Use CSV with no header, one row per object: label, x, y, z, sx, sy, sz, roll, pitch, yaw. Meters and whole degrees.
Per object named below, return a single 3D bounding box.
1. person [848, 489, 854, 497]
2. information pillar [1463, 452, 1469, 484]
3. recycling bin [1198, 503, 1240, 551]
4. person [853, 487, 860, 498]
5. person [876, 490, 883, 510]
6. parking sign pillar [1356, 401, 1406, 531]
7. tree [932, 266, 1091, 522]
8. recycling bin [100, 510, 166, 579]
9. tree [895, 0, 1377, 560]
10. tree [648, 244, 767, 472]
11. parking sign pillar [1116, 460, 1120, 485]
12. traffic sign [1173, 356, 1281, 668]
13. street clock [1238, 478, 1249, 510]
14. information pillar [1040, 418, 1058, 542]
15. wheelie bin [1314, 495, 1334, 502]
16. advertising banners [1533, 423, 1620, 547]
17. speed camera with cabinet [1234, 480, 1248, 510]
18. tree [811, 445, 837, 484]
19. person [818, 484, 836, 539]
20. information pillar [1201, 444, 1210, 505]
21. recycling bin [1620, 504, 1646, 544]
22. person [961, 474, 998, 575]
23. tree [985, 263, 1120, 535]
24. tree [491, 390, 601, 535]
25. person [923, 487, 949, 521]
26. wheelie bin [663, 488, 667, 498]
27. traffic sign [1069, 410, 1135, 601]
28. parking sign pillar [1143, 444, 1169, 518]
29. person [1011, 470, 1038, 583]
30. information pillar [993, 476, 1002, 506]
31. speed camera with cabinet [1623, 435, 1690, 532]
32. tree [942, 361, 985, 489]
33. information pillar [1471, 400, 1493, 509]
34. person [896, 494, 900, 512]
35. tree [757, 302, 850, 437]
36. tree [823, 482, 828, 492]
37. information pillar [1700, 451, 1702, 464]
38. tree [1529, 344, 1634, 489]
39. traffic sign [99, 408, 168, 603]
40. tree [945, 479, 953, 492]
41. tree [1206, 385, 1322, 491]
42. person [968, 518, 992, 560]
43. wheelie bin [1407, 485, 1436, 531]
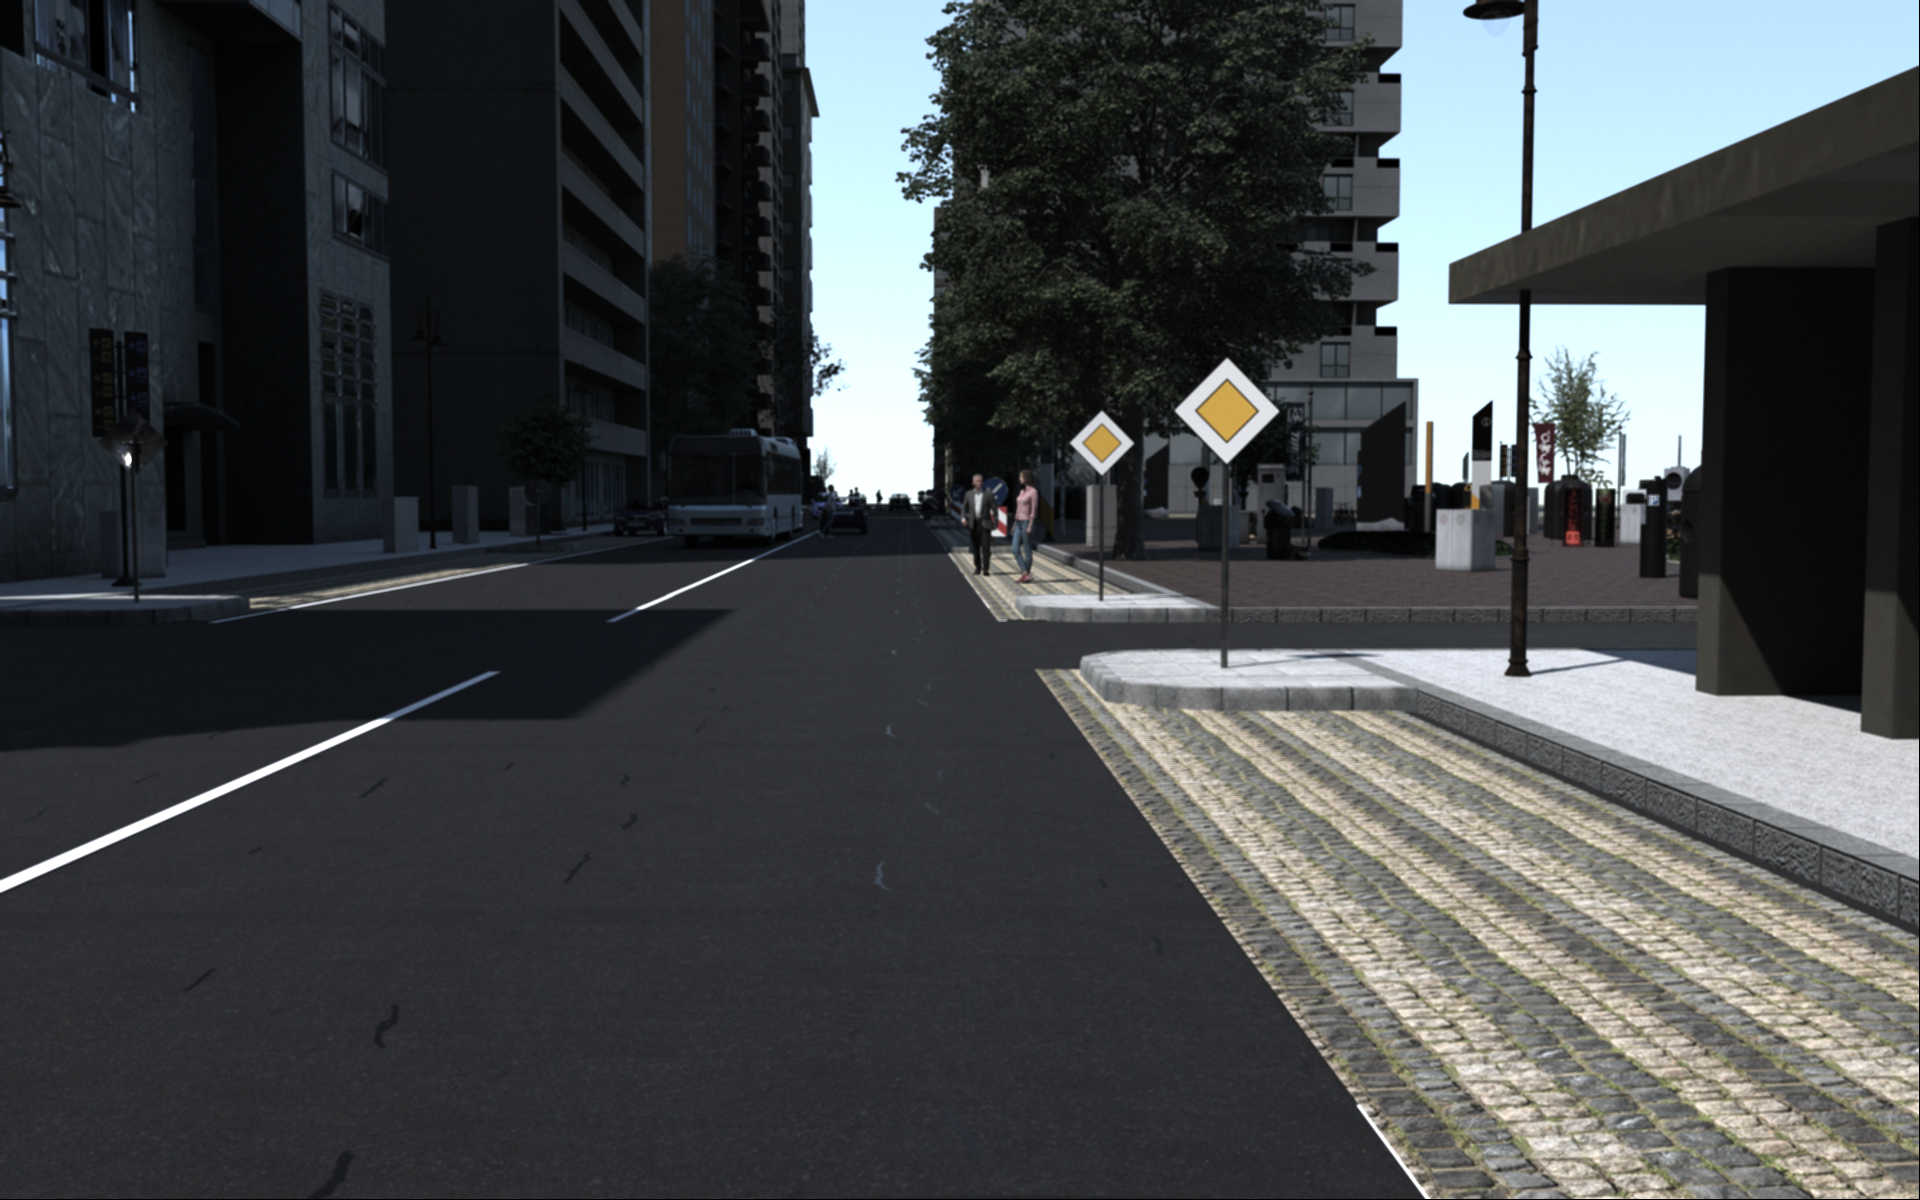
person,-7.089,-6.281,111.877,0.721,1.739,1.217,3,5,40
information pillar,27.882,-6.370,95.512,0.504,3.616,0.183,-3,5,-44
recycling bin,5.900,-1.646,39.467,0.722,1.027,0.722,3,4,36
person,-5.675,-5.325,95.580,0.581,1.822,0.654,-3,5,-44
person,-7.291,-9.101,157.169,0.599,1.838,0.709,3,5,43
parking sign pillar,12.239,-3.784,50.342,1.447,3.967,1.447,0,4,-7
tree,2.661,-9.808,78.480,7.486,12.596,7.792,0,3,0
recycling bin,-12.704,-0.859,26.601,0.722,1.027,0.722,3,5,43
tree,3.399,-7.787,33.976,9.857,13.997,8.962,0,3,0
tree,-14.825,-11.177,89.403,9.857,13.997,8.962,0,3,0
parking sign pillar,7.910,-5.984,86.311,1.447,3.967,1.447,2,4,27
traffic sign,1.947,-0.555,12.718,0.795,2.450,0.064,0,4,-2
street clock,8.976,-3.077,54.881,0.358,2.002,0.471,1,4,11
information pillar,2.370,-3.400,46.952,0.183,3.616,0.504,-3,4,-38
wheelie bin,18.960,-5.035,90.224,0.980,1.594,0.693,1,4,10
advertising banners,14.973,-2.811,42.152,2.074,3.025,0.090,2,4,35
speed camera with cabinet,13.775,-5.546,85.017,0.660,3.252,2.038,0,4,7
tree,-20.207,-18.676,255.712,4.360,8.622,3.978,0,3,0
person,-4.265,-2.844,55.679,0.598,1.740,0.731,-1,4,-18
information pillar,10.236,-4.941,72.136,0.183,3.616,0.504,-2,4,-30
recycling bin,17.468,-1.952,44.462,0.722,1.027,0.722,-1,4,-20
person,0.345,-1.313,30.373,0.661,1.777,0.834,0,4,0
tree,3.431,-6.341,54.038,4.360,8.622,3.978,0,3,0
tree,-13.000,-4.334,54.577,4.285,4.588,4.351,0,3,0
person,-1.220,-5.097,92.046,0.699,1.804,1.509,-3,5,-42
wheelie bin,-15.657,-5.255,93.826,0.980,1.594,0.693,0,4,-5
traffic sign,1.689,-1.043,20.699,0.795,2.450,0.064,0,4,-2
parking sign pillar,10.521,-6.395,93.024,1.447,3.967,1.447,-1,4,-21
person,1.018,-1.177,27.753,0.388,1.821,0.555,-3,5,-42
information pillar,1.549,-4.106,71.619,0.304,2.012,0.304,-1,4,-16
speed camera with cabinet,23.437,-3.914,58.327,2.038,3.252,0.660,3,5,43
tree,1.201,-8.555,90.238,4.360,8.622,3.978,0,3,0
information pillar,12.950,-3.156,42.952,0.504,3.616,0.183,1,4,14
person,-4.901,-7.640,136.674,0.557,1.426,1.065,0,4,-7
tree,-16.846,-19.117,168.447,12.611,20.169,13.585,0,3,0
tree,-20.022,-15.706,251.399,1.663,3.219,1.824,0,3,0
information pillar,12.656,-1.507,29.126,0.304,2.012,0.304,-1,4,-13
tree,29.692,-8.189,84.245,4.737,8.622,4.395,0,3,0
traffic sign,-9.700,-1.022,20.353,0.795,2.450,0.064,0,4,-2
tree,-0.628,-11.410,181.158,1.663,3.219,1.824,0,3,0
tree,9.193,-4.218,52.676,4.285,4.588,4.351,0,3,0
person,0.417,-1.754,37.595,0.576,1.772,0.534,1,4,19
wheelie bin,16.013,-3.185,59.982,0.980,1.594,0.693,0,4,-2
